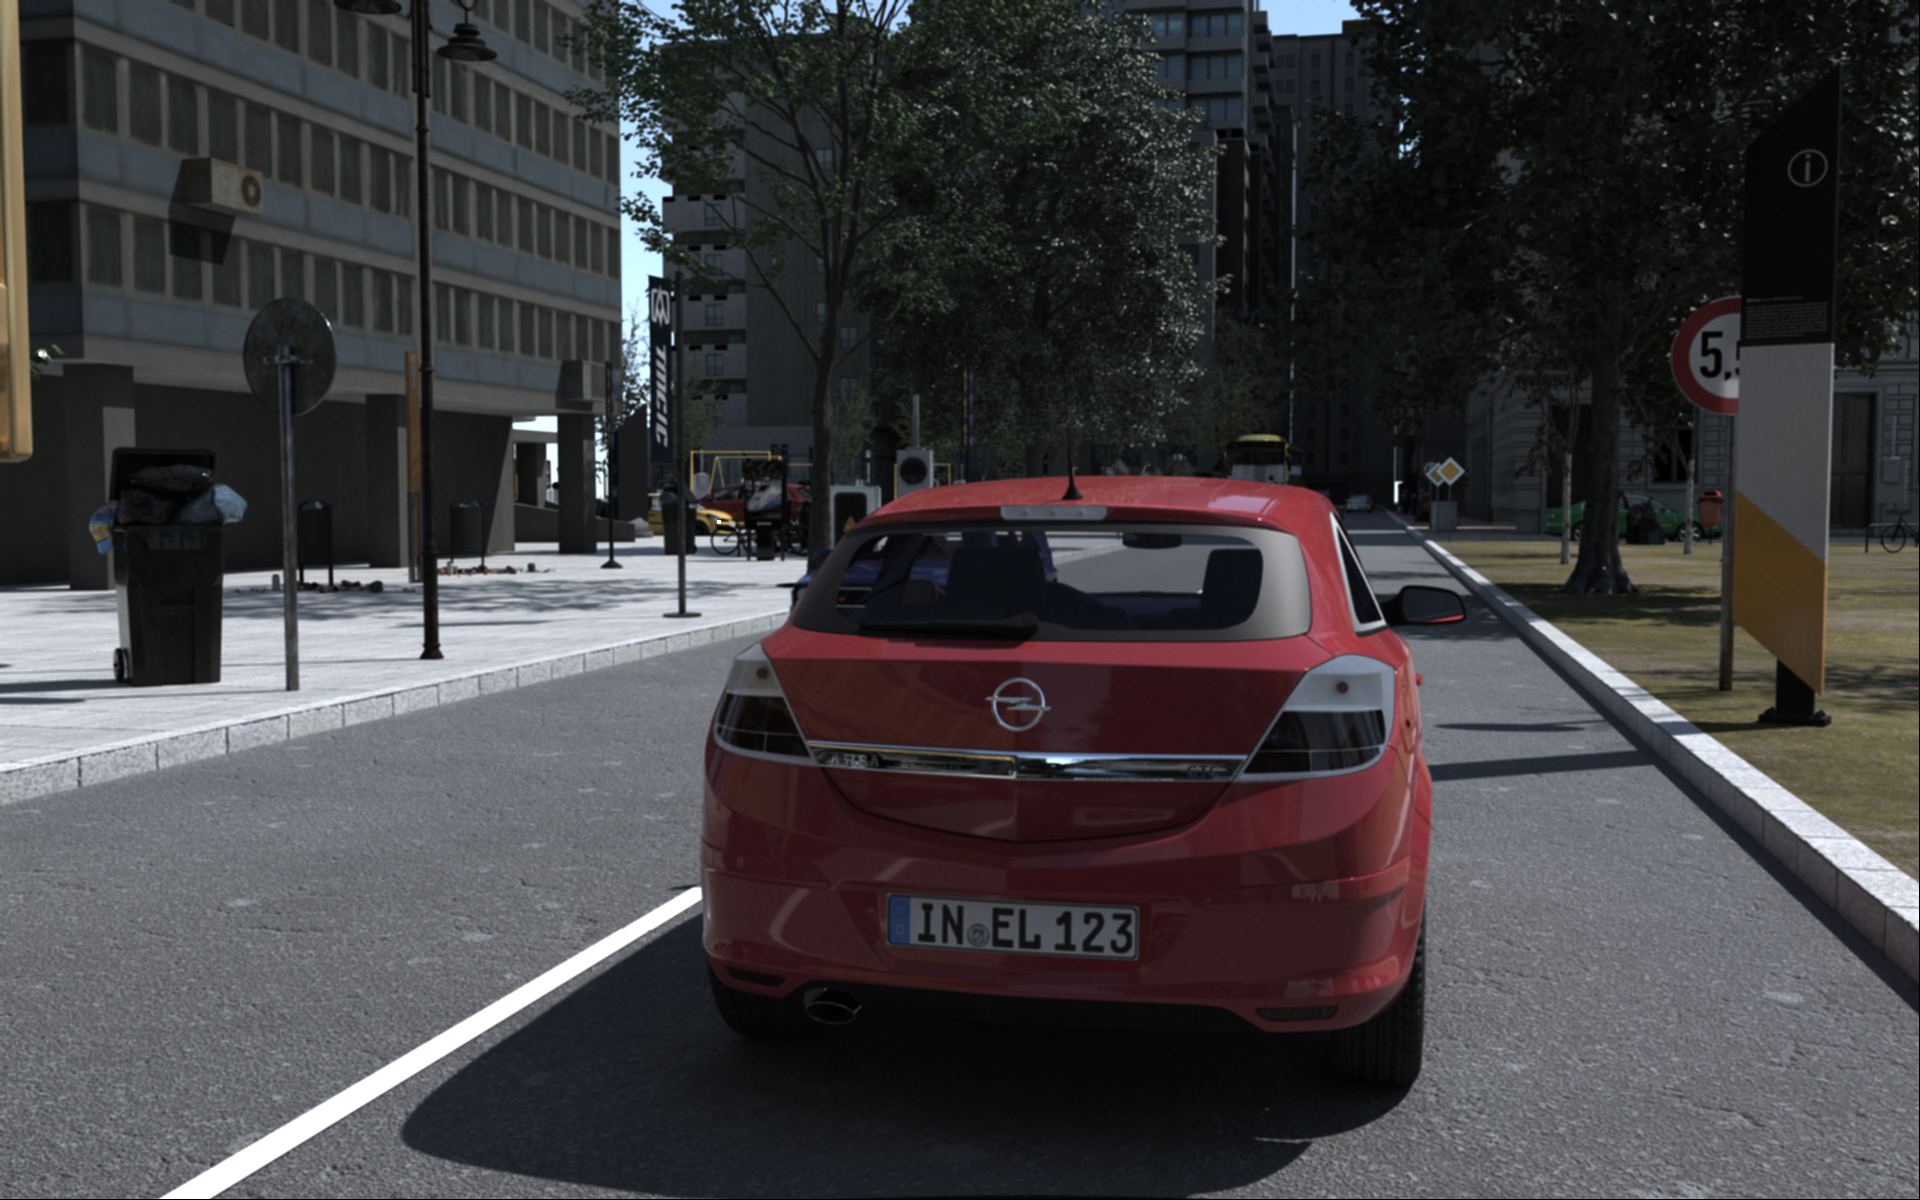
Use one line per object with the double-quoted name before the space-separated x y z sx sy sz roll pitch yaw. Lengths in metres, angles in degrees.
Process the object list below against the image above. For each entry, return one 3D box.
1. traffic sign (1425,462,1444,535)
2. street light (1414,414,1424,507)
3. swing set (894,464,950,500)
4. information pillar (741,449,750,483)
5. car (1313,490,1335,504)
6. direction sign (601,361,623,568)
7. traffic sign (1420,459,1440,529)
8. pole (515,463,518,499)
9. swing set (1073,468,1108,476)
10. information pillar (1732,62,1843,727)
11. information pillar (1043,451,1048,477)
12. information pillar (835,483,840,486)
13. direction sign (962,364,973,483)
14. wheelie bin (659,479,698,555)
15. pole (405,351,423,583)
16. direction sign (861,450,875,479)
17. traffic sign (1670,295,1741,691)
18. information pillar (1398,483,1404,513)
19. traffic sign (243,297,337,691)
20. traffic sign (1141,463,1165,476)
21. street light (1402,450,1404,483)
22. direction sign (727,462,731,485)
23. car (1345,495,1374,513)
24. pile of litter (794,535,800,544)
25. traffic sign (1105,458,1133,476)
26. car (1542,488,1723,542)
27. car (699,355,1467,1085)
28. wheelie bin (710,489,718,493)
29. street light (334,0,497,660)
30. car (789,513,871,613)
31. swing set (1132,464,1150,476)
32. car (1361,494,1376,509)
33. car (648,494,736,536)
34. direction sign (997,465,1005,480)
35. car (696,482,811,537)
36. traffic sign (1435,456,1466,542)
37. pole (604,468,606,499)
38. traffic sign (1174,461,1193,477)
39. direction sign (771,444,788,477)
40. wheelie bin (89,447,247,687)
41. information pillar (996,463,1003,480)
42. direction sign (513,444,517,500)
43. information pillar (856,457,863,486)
"traffic sign" 14.895 -3.081 54.023 0.795 2.450 0.064 1 4 13
"street light" 23.470 -7.091 88.725 0.468 5.910 1.993 1 4 13
"swing set" -2.083 -5.668 90.294 3.119 2.851 2.862 0 4 -1
"information pillar" -11.221 -6.069 90.577 0.504 3.616 0.183 -3 5 -40
"car" 30.309 -8.368 145.495 2.281 1.827 5.304 1 4 13
"direction sign" -6.040 -2.320 29.929 0.379 3.537 0.876 0 4 -5
"traffic sign" 17.047 -3.828 62.696 0.768 2.556 0.104 1 4 19
"pole" -25.663 -6.510 100.276 0.158 3.312 0.155 0 3 0
"swing set" 8.227 -6.400 102.265 3.119 2.851 2.862 0 4 5
"information pillar" 4.611 -1.119 9.644 0.504 3.616 0.183 3 4 36
"information pillar" 4.624 -6.343 95.056 0.504 3.616 0.183 -3 4 -38
"information pillar" -8.374 -6.981 118.628 0.304 2.012 0.304 0 4 4
"direction sign" 0.132 -2.359 30.574 0.379 3.537 0.876 1 4 12
"wheelie bin" -5.956 -1.755 36.604 0.693 1.594 0.980 1 4 10
"pole" -7.841 -1.897 24.867 0.158 3.312 0.155 0 3 0
"direction sign" -4.738 -5.950 89.287 0.876 3.537 0.379 2 4 34
"traffic sign" 4.997 -0.680 11.229 0.768 2.556 0.104 1 4 22
"information pillar" 29.459 -6.801 115.681 0.304 2.012 0.304 -1 4 -14
"traffic sign" -4.359 -0.681 11.233 0.768 2.556 0.104 1 4 22
"traffic sign" 6.239 -3.206 56.063 0.795 2.450 0.064 1 4 13
"street light" 32.185 -9.364 125.887 0.468 5.910 1.993 1 4 13
"direction sign" -16.574 -8.092 124.294 0.379 3.537 0.876 1 4 11
"car" 30.206 -7.256 130.995 2.083 1.381 4.827 1 4 14
"pile of litter" -3.911 -1.893 44.916 1.176 0.858 1.719 1 4 16
"traffic sign" 4.418 -2.731 48.288 0.795 2.450 0.064 1 4 13
"car" 18.792 -2.426 48.454 4.718 1.807 1.959 1 4 13
"car" 0.609 0.197 5.825 2.155 1.783 4.494 1 4 13
"wheelie bin" -14.260 -5.683 100.818 0.980 1.594 0.693 0 4 8
"street light" -4.116 -2.479 13.318 0.468 5.910 1.993 1 4 13
"car" -0.225 -0.171 15.378 1.945 1.354 3.894 1 4 13
"swing set" 9.794 -5.665 90.236 2.862 2.851 3.119 0 4 7
"car" 38.370 -9.300 164.064 2.014 1.417 4.499 1 4 11
"car" -9.013 -2.702 54.400 3.980 1.641 2.015 1 4 15
"direction sign" 3.151 -8.690 134.079 0.876 3.537 0.379 -3 4 -38
"car" -7.065 -2.910 56.250 5.304 1.827 2.281 1 4 12
"traffic sign" 13.075 -2.606 46.248 0.795 2.450 0.064 1 4 13
"pole" -27.585 -8.607 134.573 0.158 3.312 0.155 0 3 0
"traffic sign" 8.469 -4.030 65.998 0.768 2.556 0.104 1 4 21
"direction sign" -8.207 -5.315 78.902 0.876 3.537 0.379 1 4 23
"wheelie bin" -5.355 -0.238 11.792 0.980 1.594 0.693 -2 4 -34
"information pillar" 2.917 -8.340 127.714 0.504 3.616 0.183 1 4 23
"direction sign" -17.723 -4.699 68.829 0.379 3.537 0.876 3 5 41
"information pillar" -5.718 -6.558 98.570 0.504 3.616 0.183 3 5 40
